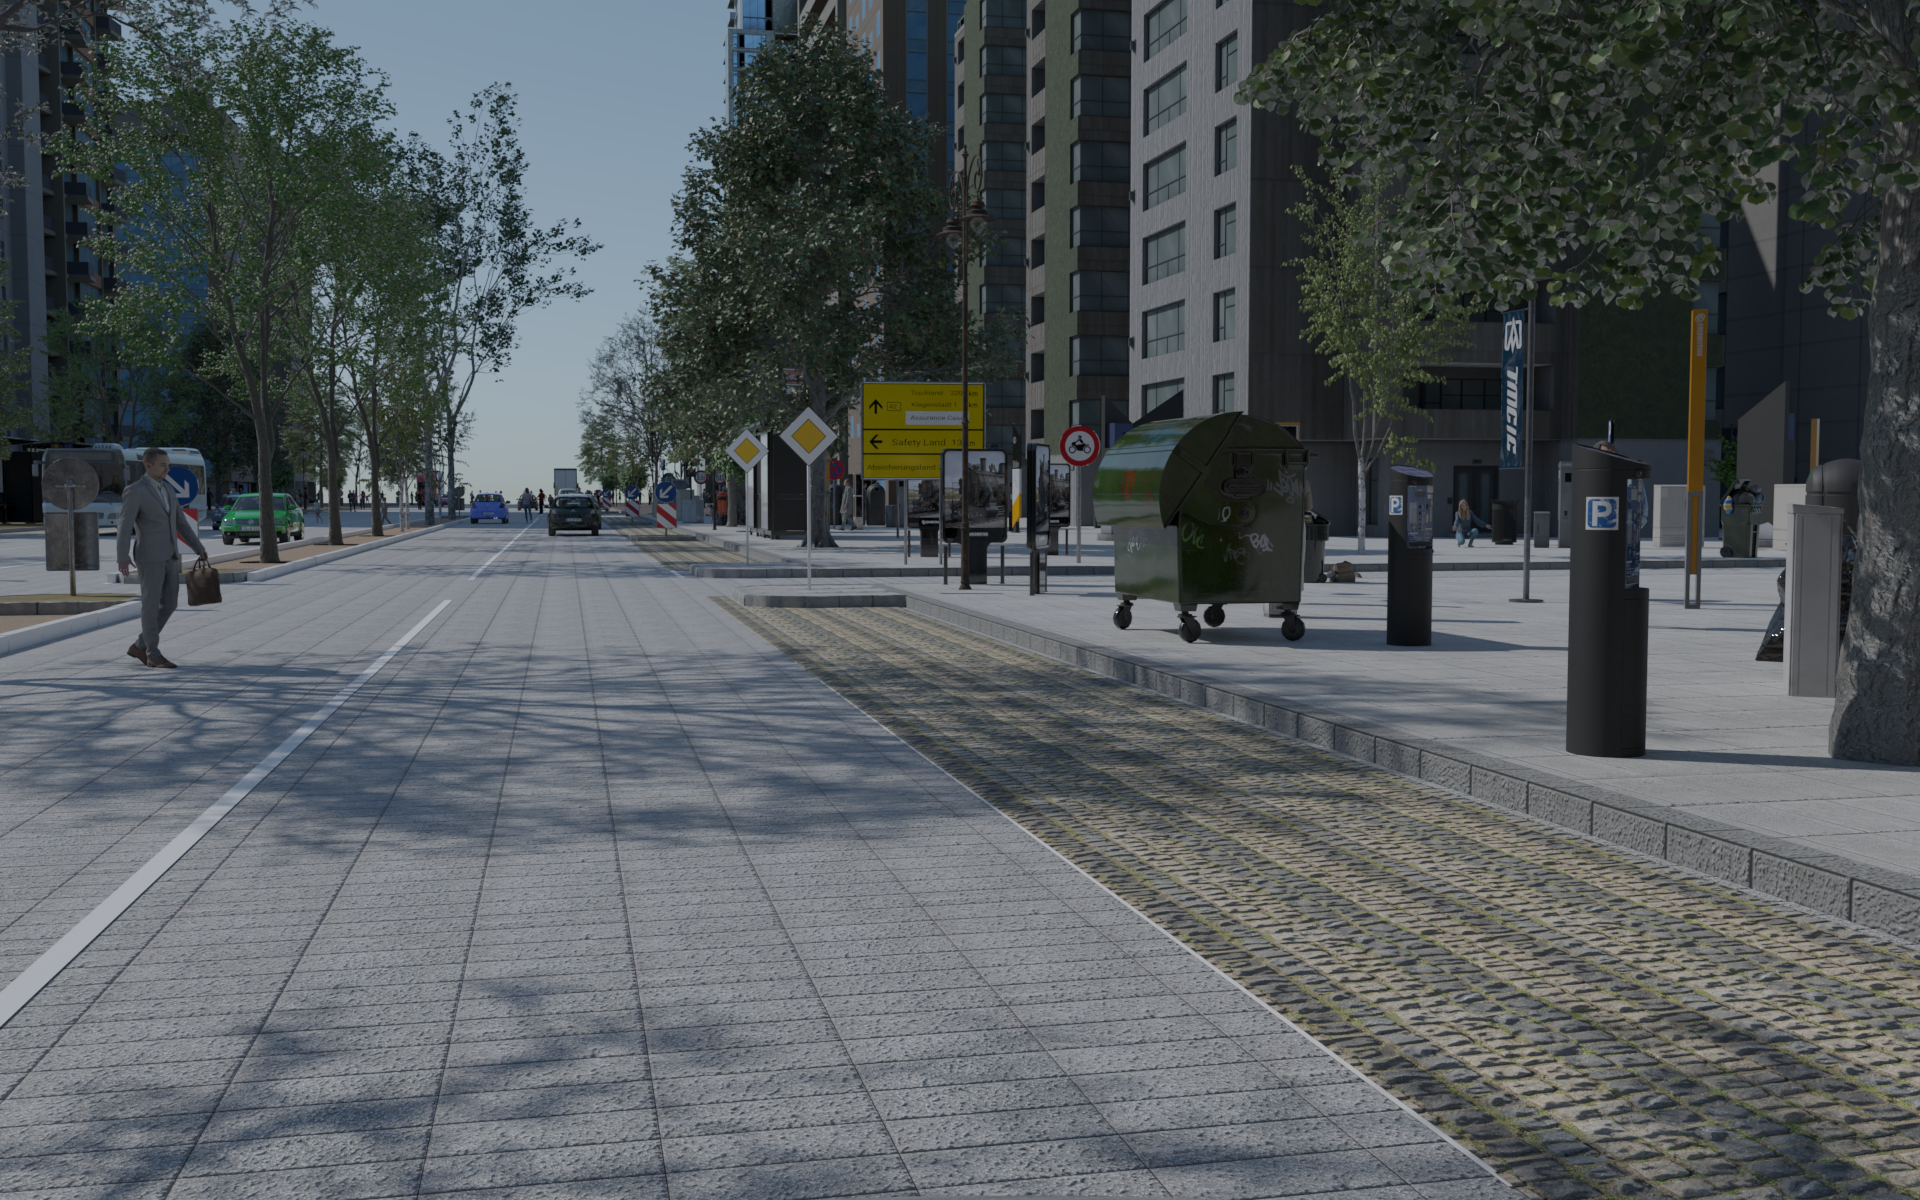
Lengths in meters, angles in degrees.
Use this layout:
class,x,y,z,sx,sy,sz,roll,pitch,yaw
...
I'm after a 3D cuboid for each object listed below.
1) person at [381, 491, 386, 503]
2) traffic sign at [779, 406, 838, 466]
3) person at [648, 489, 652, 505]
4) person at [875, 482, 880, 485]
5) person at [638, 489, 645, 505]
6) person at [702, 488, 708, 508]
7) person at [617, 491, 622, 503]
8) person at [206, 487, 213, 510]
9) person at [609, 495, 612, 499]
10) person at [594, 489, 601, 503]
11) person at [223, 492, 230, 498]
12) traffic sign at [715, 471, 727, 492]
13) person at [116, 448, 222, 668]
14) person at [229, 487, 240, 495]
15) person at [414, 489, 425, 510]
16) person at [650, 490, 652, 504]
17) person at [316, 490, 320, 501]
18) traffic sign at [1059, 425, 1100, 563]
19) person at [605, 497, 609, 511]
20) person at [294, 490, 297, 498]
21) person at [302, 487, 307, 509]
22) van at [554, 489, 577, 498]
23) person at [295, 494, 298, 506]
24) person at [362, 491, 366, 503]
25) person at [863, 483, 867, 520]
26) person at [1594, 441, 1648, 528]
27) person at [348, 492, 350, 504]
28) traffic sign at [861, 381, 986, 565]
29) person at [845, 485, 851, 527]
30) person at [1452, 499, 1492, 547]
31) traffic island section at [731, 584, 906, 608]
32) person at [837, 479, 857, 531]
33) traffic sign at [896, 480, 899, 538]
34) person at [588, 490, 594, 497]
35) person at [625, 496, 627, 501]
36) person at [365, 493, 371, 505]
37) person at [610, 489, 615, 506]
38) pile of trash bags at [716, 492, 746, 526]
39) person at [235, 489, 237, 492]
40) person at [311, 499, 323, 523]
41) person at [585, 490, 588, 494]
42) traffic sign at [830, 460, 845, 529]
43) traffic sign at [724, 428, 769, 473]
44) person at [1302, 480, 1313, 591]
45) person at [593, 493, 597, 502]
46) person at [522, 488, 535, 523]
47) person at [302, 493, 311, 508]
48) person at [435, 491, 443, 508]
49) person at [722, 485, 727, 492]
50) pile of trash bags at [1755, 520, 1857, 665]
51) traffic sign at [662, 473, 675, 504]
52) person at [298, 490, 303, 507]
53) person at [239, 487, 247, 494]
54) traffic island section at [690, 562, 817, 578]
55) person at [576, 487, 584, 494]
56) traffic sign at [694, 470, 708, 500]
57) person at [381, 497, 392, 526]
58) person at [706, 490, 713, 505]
class,x,y,z,sx,sy,sz,roll,pitch,yaw
person,-80.013,-14.297,240.331,0.617,1.759,0.750,3,4,38
traffic sign,-1.985,-1.273,23.009,0.795,2.593,0.064,-1,4,-13
person,-36.308,-12.025,202.665,0.705,1.823,1.348,-2,4,-23
person,-3.693,-4.381,77.680,0.555,1.821,0.388,-1,4,-10
person,-38.880,-12.528,210.499,1.348,1.869,0.705,2,4,31
person,-23.408,-9.328,158.631,0.705,1.814,1.350,1,4,13
person,-47.977,-14.536,244.493,0.721,1.735,1.217,3,5,42
person,-60.308,-8.130,138.998,0.705,1.821,1.348,1,4,13
person,-47.795,-13.887,236.319,0.421,1.427,0.697,-3,4,-38
person,-22.735,-6.098,109.023,0.721,1.723,1.217,0,4,-6
person,-58.732,-7.900,138.401,0.628,1.438,0.799,2,4,30
traffic sign,-12.977,-5.717,93.572,0.768,2.556,0.104,-1,4,-10
person,-6.603,-0.347,14.296,0.853,1.813,0.709,1,4,13
person,-38.479,-5.108,92.027,0.660,1.820,0.620,-1,4,-11
person,-47.801,-8.882,153.345,0.705,1.869,1.348,2,4,33
person,-41.373,-13.813,232.027,0.705,1.807,1.348,2,4,28
person,-83.909,-13.458,226.640,0.990,1.755,0.434,1,4,19
traffic sign,2.207,-1.956,32.093,0.768,2.556,0.104,0,4,-6
person,-29.098,-8.220,142.835,0.705,1.831,1.348,0,4,4
person,-55.402,-8.389,144.001,0.445,1.727,0.742,0,4,-6
person,-54.793,-8.512,144.837,0.705,1.869,1.348,-1,4,-11
van,-31.396,-8.042,138.502,2.013,2.044,4.112,-1,4,-15
person,-68.747,-10.558,179.115,0.568,1.767,0.683,3,4,38
person,-86.672,-14.985,251.491,0.568,1.767,0.683,1,4,19
person,-4.750,-4.831,85.049,0.654,1.822,0.581,0,4,-5
person,6.334,-0.635,16.686,0.793,1.790,0.793,-2,4,-33
person,-80.817,-13.657,229.316,0.705,1.826,1.348,-2,4,-28
traffic sign,-0.663,-2.294,31.381,2.265,3.308,0.079,0,4,-7
person,-4.337,-3.763,68.405,0.643,1.720,0.563,0,4,3
person,12.277,-1.843,41.675,1.012,1.151,0.738,0,4,2
traffic island section,-1.964,-0.050,23.097,2.009,0.180,2.903,-1,4,-13
person,-3.982,-3.340,60.759,0.767,1.812,0.694,0,4,-5
traffic sign,-1.825,-3.098,50.763,0.768,2.556,0.104,0,4,-8
person,-27.502,-7.307,128.694,1.217,1.743,0.721,-2,4,-24
person,-46.818,-14.486,242.916,0.705,1.821,1.348,-3,5,-40
person,-69.453,-11.887,203.580,0.628,1.438,0.799,3,5,42
person,-38.588,-11.420,192.391,0.705,1.869,1.348,-2,4,-27
pile of trash bags,-9.157,-3.731,70.750,1.912,1.369,3.447,1,4,13
person,-69.550,-9.790,166.242,1.348,1.807,0.705,3,5,44
person,-32.106,-4.463,86.481,0.505,1.210,0.382,-3,5,-42
person,-29.383,-7.767,135.940,0.683,1.767,0.568,-3,5,-44
traffic sign,-4.610,-3.877,63.501,0.768,2.556,0.104,-1,4,-11
traffic sign,-3.763,-1.749,30.795,0.795,2.593,0.064,-1,4,-13
person,3.843,-0.836,20.262,0.519,1.759,0.362,-1,4,-14
person,-18.887,-4.790,89.411,0.503,1.515,0.523,1,4,13
person,-21.071,-4.614,84.536,0.593,1.750,0.643,-1,4,-13
person,-59.145,-9.030,156.912,0.991,1.433,0.599,-2,4,-34
person,-52.250,-10.075,173.761,0.617,1.759,0.750,1,4,14
person,-14.236,-6.000,104.319,0.728,1.800,0.709,-1,4,-20
pile of trash bags,7.546,-0.168,12.497,1.912,1.369,3.447,-2,4,-26
traffic sign,-17.278,-6.275,102.710,0.768,2.556,0.104,0,4,-5
person,-64.529,-9.959,169.688,0.721,1.723,1.217,-3,5,-40
person,-58.374,-8.259,141.069,1.348,1.826,0.705,0,4,6
traffic island section,-3.742,-0.526,30.882,2.009,0.180,2.903,-1,4,-13
person,-20.944,-5.287,95.036,0.694,1.812,0.767,2,4,23
traffic sign,-13.706,-5.600,91.673,0.768,2.556,0.104,-1,4,-10
person,-25.285,-3.875,76.135,0.640,1.303,0.475,-1,4,-13
person,-29.898,-12.248,207.012,1.217,1.735,0.721,0,4,-3
